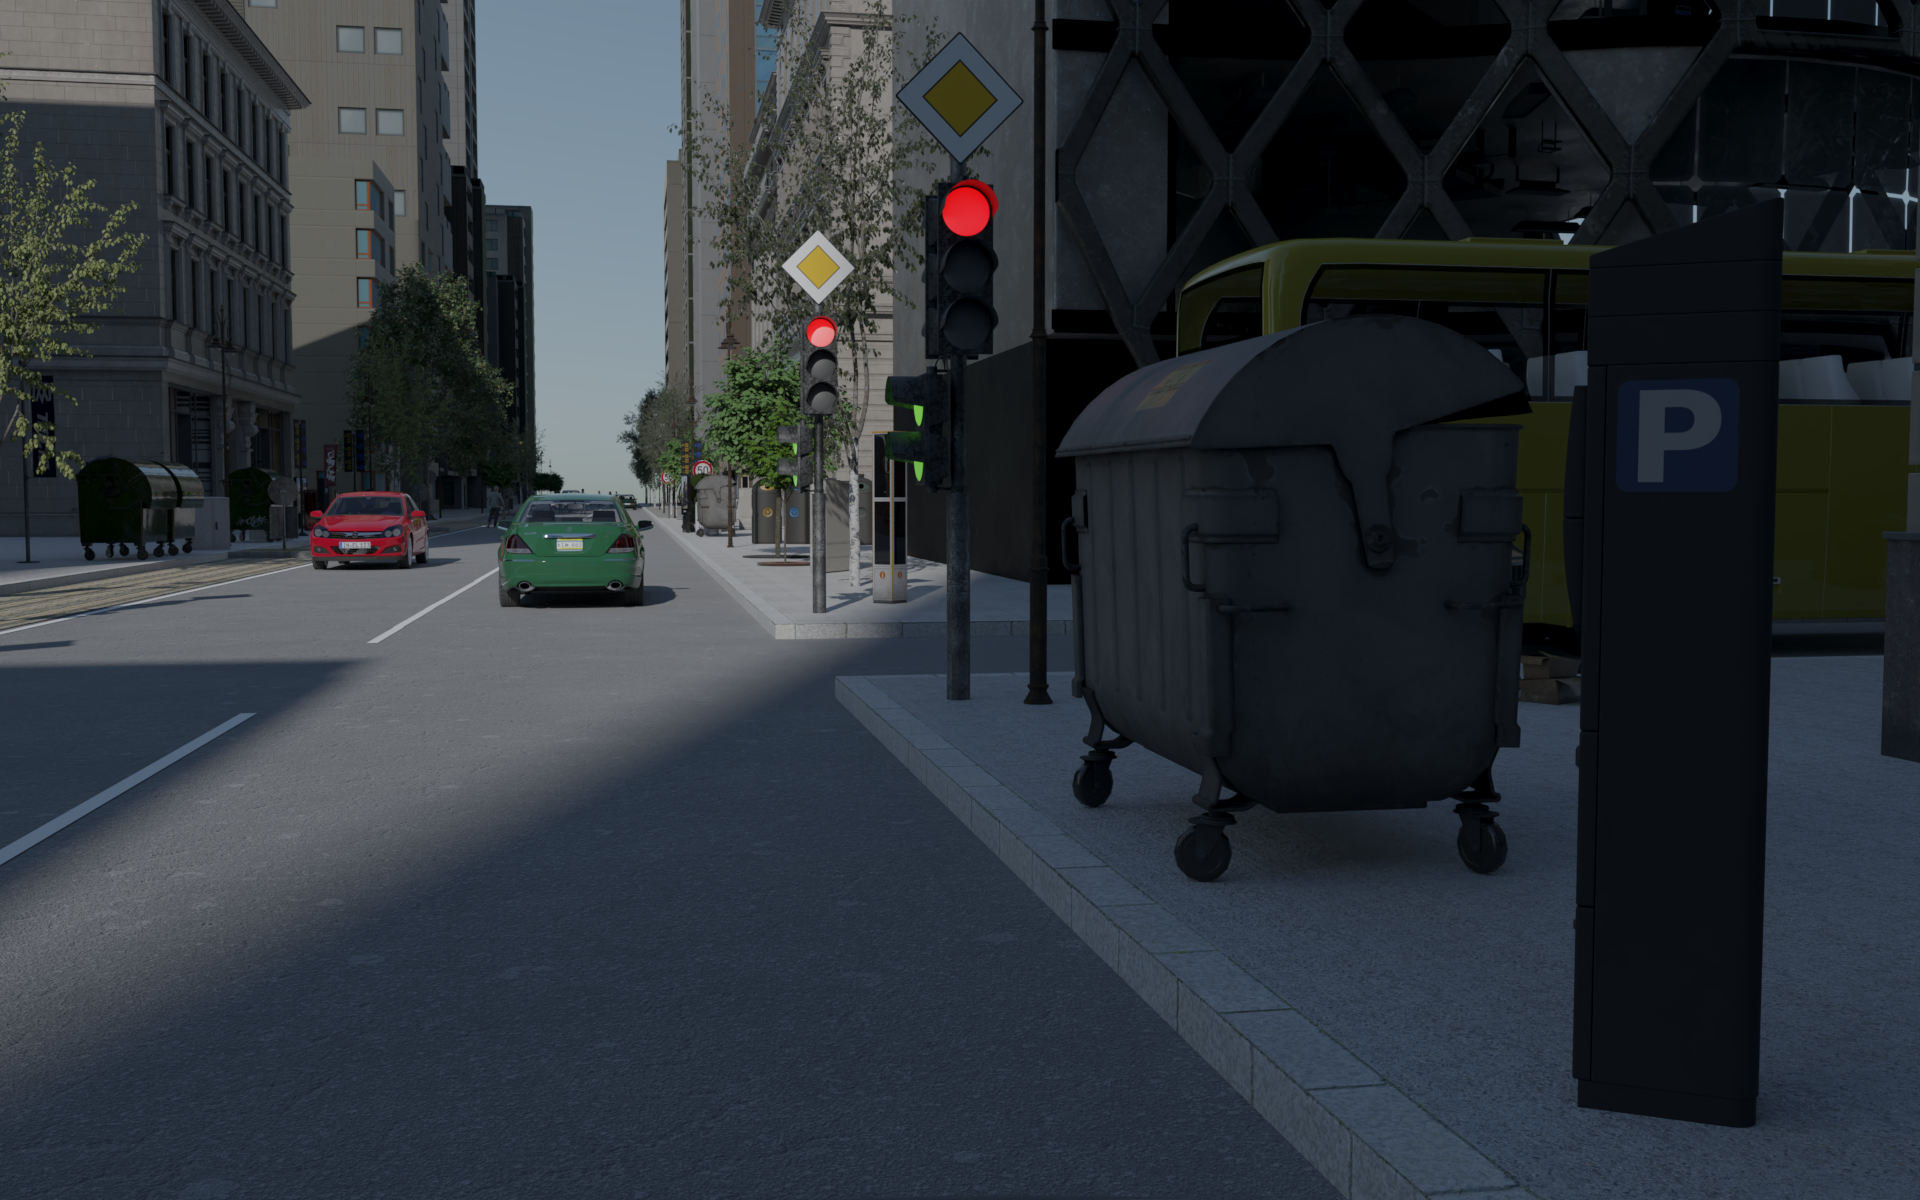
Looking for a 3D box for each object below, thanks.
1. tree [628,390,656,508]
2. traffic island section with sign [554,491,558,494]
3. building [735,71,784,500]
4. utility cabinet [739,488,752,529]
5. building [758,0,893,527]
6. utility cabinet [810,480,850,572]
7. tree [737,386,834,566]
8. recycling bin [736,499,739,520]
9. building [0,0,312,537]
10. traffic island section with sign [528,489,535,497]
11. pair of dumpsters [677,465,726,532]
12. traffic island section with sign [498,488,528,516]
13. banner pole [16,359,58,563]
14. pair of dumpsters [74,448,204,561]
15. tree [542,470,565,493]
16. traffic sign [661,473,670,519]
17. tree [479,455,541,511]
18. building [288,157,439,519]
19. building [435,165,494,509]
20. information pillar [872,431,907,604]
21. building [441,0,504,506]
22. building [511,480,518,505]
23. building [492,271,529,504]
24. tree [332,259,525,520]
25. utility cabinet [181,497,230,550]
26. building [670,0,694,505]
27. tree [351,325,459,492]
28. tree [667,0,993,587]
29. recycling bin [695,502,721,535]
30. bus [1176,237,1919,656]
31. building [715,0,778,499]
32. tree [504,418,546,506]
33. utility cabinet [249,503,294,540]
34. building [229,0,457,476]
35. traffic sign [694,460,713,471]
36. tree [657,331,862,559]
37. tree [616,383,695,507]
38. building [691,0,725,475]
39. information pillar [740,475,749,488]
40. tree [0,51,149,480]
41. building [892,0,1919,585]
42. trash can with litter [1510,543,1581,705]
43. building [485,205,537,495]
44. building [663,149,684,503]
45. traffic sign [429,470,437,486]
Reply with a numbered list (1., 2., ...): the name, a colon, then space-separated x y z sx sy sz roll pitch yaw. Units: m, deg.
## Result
1. tree: -16.625 -9.139 99.779 4.360 8.622 3.978 0 3 0
2. traffic island section with sign: -45.435 -11.445 195.757 1.989 1.847 2.006 -1 4 -11
3. building: -3.279 -14.733 82.687 13.314 21.916 24.055 -1 4 -11
4. utility cabinet: -7.322 -3.266 62.075 1.173 1.500 0.318 1 4 14
5. building: -0.763 -14.183 60.763 11.050 23.489 19.941 -1 4 -11
6. utility cabinet: -2.090 -1.216 28.568 0.318 1.500 1.173 1 4 22
7. tree: -3.266 -2.235 31.149 1.663 3.219 1.824 0 3 0
8. recycling bin: -11.123 -4.447 85.264 0.722 1.027 0.722 -3 5 -39
9. building: -28.565 -12.316 52.276 10.553 20.767 40.483 -1 4 -11
10. traffic island section with sign: -35.012 -8.129 141.530 1.989 1.847 2.006 -1 4 -11
11. pair of dumpsters: -8.997 -3.535 60.293 1.574 2.255 4.437 -1 4 -11
12. traffic island section with sign: -29.934 -6.509 115.056 1.989 1.847 2.006 -1 4 -11
13. banner pole: -17.157 -2.578 32.171 0.863 3.779 0.401 1 4 8
14. pair of dumpsters: -16.725 -2.007 35.316 1.574 2.255 4.437 -1 4 -11
15. tree: -52.727 -14.267 216.985 4.285 4.588 4.351 0 3 0
16. traffic sign: -15.258 -5.544 90.756 0.768 2.556 0.104 0 4 -6
17. tree: -36.011 -9.264 135.187 4.285 4.588 4.351 0 3 0
18. building: -46.569 -15.675 101.326 27.650 21.520 28.899 -1 4 -11
19. building: -48.843 -23.181 150.708 14.160 30.474 14.107 -1 4 -11
20. information pillar: -0.823 -0.968 20.321 0.304 2.012 0.304 2 4 35
21. building: -59.112 -45.447 181.312 20.563 71.187 20.611 -1 4 -11
22. building: -69.229 -31.286 203.407 32.217 40.220 23.993 -1 4 -11
23. building: -63.623 -27.672 224.137 14.160 30.474 14.107 -1 4 -11
24. tree: -26.155 -10.262 84.791 9.611 12.733 9.660 0 3 0
25. utility cabinet: -17.313 -1.748 39.743 0.306 1.237 1.020 3 5 42
26. building: -26.717 -47.759 219.106 20.563 71.187 20.611 -1 4 -11
27. tree: -24.597 -7.698 76.217 4.737 8.622 4.395 0 3 0
28. tree: -1.701 -4.489 23.759 4.360 8.622 3.978 0 3 0
29. recycling bin: -7.852 -2.539 54.060 0.722 1.027 0.722 0 4 -1
30. bus: 8.262 -1.521 16.421 12.252 3.916 2.896 -1 4 -11
31. building: -7.647 -27.919 106.580 14.600 45.320 14.200 -1 4 -11
32. tree: -42.077 -13.176 165.784 4.360 8.622 3.978 0 3 0
33. utility cabinet: -19.037 -2.397 47.866 1.173 1.500 0.318 1 4 9
34. building: -52.527 -32.945 127.889 28.713 52.752 27.495 -1 4 -11
35. traffic sign: -9.702 -3.996 65.440 0.768 2.556 0.104 0 4 -2
36. tree: -3.660 -3.131 34.912 4.285 4.588 4.351 0 3 0
37. tree: -30.660 -16.014 178.844 9.611 12.733 9.660 0 3 0
38. building: -9.237 -35.844 128.045 21.231 58.520 28.212 -1 4 -11
39. information pillar: -8.451 -3.883 67.987 0.304 2.012 0.304 -1 4 -15
40. tree: -15.878 -4.763 28.242 4.737 8.622 4.395 0 3 0
41. building: 8.334 -9.971 30.480 16.811 18.784 16.820 -1 4 -11
42. trash can with litter: 3.514 0.027 10.945 0.624 1.170 1.055 -3 5 -44
43. building: -65.888 -33.890 237.702 14.154 41.232 14.086 -1 4 -11
44. building: -29.974 -37.732 240.623 21.300 48.544 21.600 -1 4 -11
45. traffic sign: -27.719 -5.525 90.438 0.768 2.556 0.104 0 4 -2
